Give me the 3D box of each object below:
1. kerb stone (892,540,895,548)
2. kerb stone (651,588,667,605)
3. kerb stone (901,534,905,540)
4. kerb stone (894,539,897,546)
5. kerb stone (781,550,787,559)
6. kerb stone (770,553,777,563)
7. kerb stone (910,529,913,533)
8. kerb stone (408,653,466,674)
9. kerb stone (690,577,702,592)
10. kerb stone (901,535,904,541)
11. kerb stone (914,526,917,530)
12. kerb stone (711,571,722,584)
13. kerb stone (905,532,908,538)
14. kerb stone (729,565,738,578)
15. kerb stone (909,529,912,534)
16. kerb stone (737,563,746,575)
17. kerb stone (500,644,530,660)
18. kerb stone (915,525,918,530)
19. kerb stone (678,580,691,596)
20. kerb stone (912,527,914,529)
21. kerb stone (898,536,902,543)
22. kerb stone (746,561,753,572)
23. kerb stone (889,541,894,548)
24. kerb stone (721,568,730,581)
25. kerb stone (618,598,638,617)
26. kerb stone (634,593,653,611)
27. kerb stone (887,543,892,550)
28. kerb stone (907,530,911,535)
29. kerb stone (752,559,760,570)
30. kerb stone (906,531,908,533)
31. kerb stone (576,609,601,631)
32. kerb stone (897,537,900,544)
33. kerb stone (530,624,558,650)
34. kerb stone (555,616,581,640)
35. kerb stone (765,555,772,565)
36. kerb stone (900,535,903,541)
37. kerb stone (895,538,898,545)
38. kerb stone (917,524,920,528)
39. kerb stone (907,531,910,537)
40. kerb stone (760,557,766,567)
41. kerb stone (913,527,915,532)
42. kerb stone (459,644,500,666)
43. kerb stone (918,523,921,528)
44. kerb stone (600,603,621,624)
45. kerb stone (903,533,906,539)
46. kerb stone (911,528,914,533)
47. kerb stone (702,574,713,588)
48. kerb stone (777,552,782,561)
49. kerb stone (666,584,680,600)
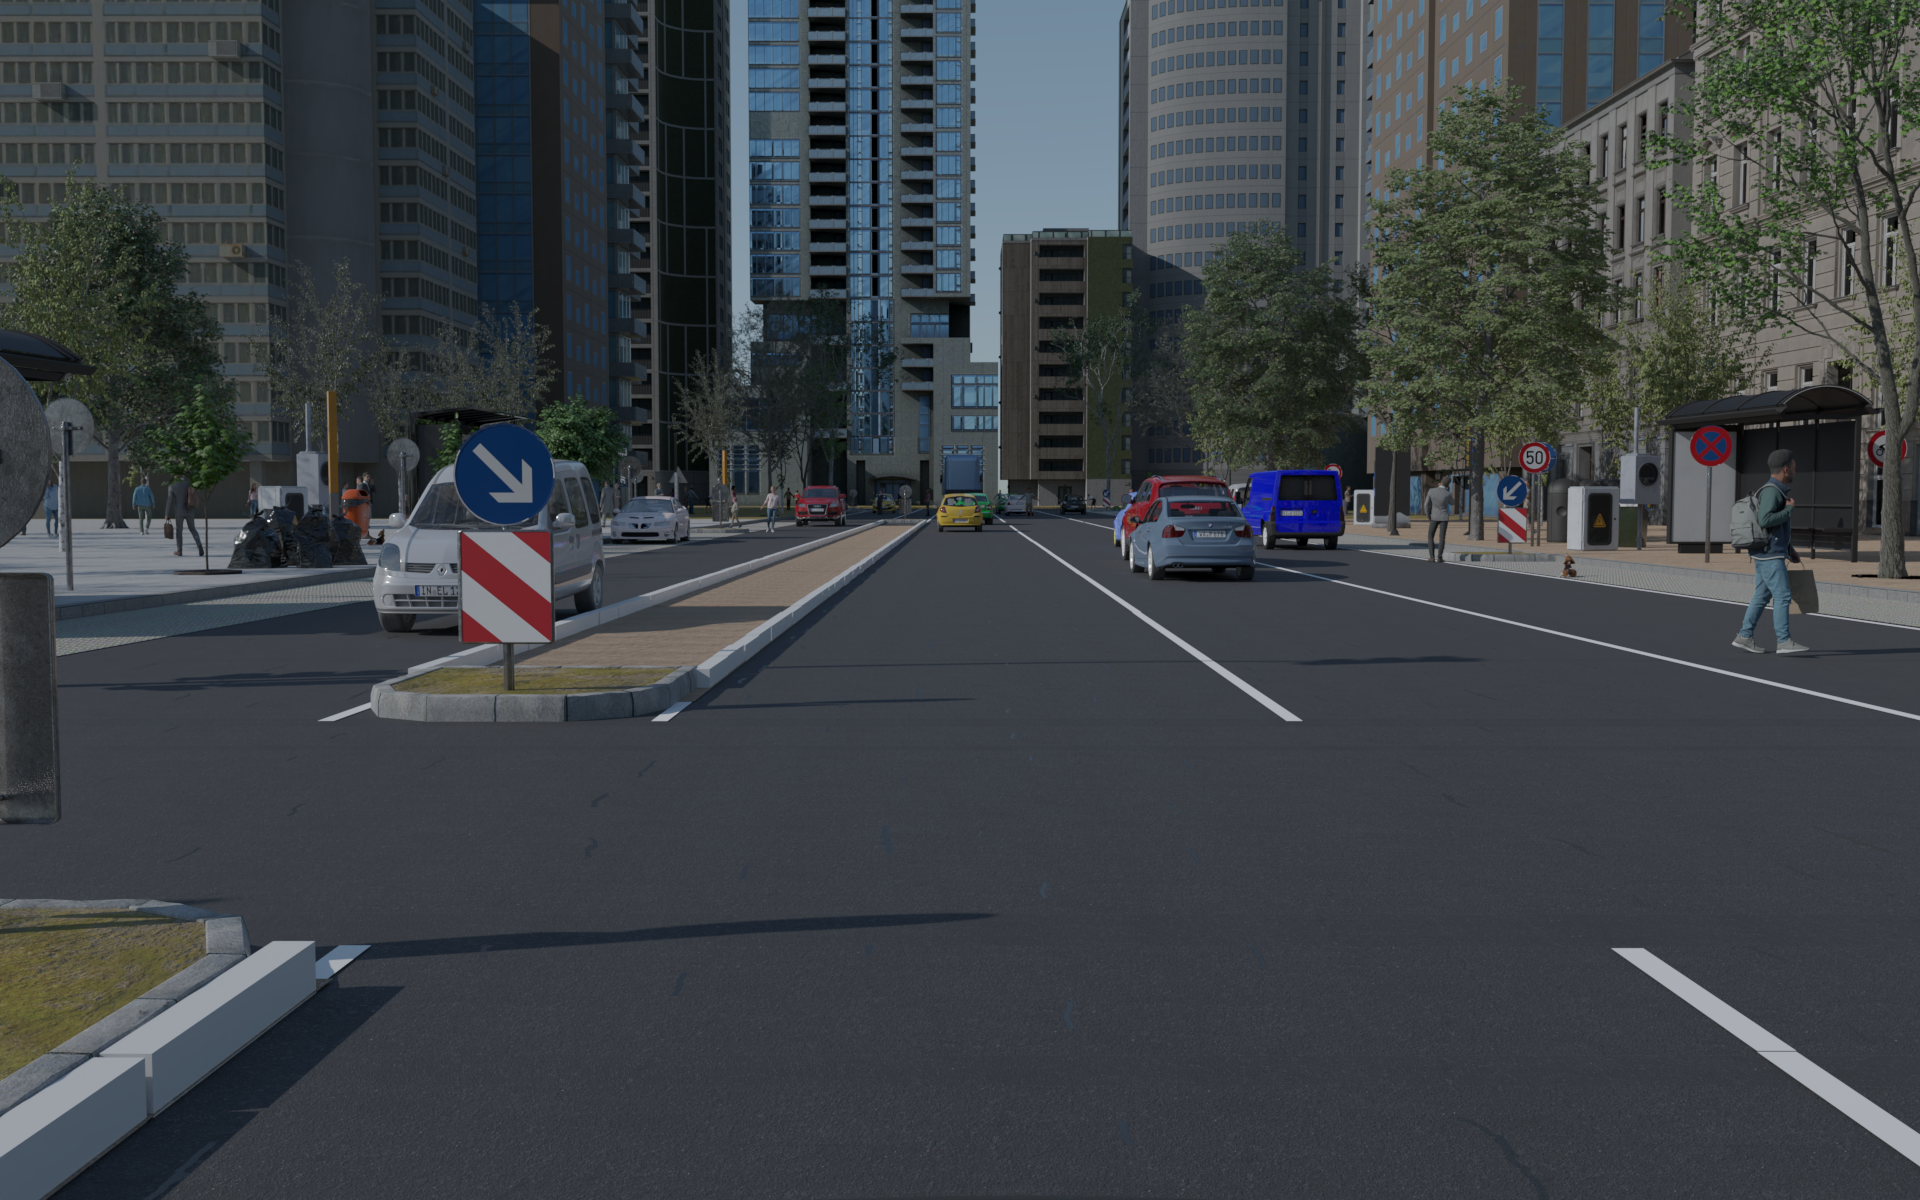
[{"bbox_3d":[-1.825,-1.397,45.034,0.120,0.150,1.000,0,4,0],"label":"kerb stone"},{"bbox_3d":[-3.974,-0.014,22.445,0.120,0.150,1.000,0,4,0],"label":"kerb stone"},{"bbox_3d":[-1.809,-1.835,52.202,0.120,0.150,1.000,0,4,0],"label":"kerb stone"},{"bbox_3d":[-1.817,-1.457,46.056,0.120,0.150,1.000,0,4,0],"label":"kerb stone"},{"bbox_3d":[-3.939,-0.955,37.816,0.120,0.150,1.000,0,4,0],"label":"kerb stone"},{"bbox_3d":[-3.941,-0.830,35.771,0.120,0.150,1.000,0,4,0],"label":"kerb stone"},{"bbox_3d":[-1.787,-2.275,59.396,0.120,0.150,1.000,0,4,0],"label":"kerb stone"},{"bbox_3d":[-3.994,0.549,13.227,0.120,0.150,1.000,0,4,0],"label":"kerb stone"},{"bbox_3d":[-3.973,-0.203,25.517,0.120,0.150,1.000,0,4,0],"label":"kerb stone"},{"bbox_3d":[-1.806,-1.773,51.180,0.120,0.150,1.000,0,4,0],"label":"kerb stone"},{"bbox_3d":[-1.780,-2.588,64.513,0.120,0.150,1.000,0,4,0],"label":"kerb stone"},{"bbox_3d":[-3.964,-0.326,27.562,0.120,0.150,1.000,0,4,0],"label":"kerb stone"},{"bbox_3d":[-1.798,-1.961,54.260,0.120,0.150,1.000,0,4,0],"label":"kerb stone"},{"bbox_3d":[-3.958,-0.454,29.618,0.120,0.150,1.000,0,4,0],"label":"kerb stone"},{"bbox_3d":[-1.784,-2.212,58.370,0.120,0.150,1.000,0,4,0],"label":"kerb stone"},{"bbox_3d":[-3.954,-0.517,30.644,0.120,0.150,1.000,0,4,0],"label":"kerb stone"},{"bbox_3d":[-3.997,0.424,15.272,0.120,0.150,1.000,0,4,0],"label":"kerb stone"},{"bbox_3d":[-1.774,-2.646,65.536,0.120,0.150,1.000,0,4,0],"label":"kerb stone"},{"bbox_3d":[-3.977,-0.141,24.495,0.120,0.150,1.000,0,4,0],"label":"kerb stone"},{"bbox_3d":[-1.790,-2.400,61.440,0.120,0.150,1.000,0,4,0],"label":"kerb stone"},{"bbox_3d":[-1.809,-1.647,49.127,0.120,0.150,1.000,0,4,0],"label":"kerb stone"},{"bbox_3d":[-3.958,-0.577,31.666,0.120,0.150,1.000,0,4,0],"label":"kerb stone"},{"bbox_3d":[-1.826,-1.334,44.012,0.120,0.150,1.000,0,4,0],"label":"kerb stone"},{"bbox_3d":[-3.962,-0.385,28.588,0.120,0.150,1.000,0,4,0],"label":"kerb stone"},{"bbox_3d":[-3.980,0.110,20.399,0.120,0.150,1.000,0,4,0],"label":"kerb stone"},{"bbox_3d":[-3.982,0.049,21.421,0.120,0.150,1.000,0,4,0],"label":"kerb stone"},{"bbox_3d":[-1.824,-1.272,42.989,0.120,0.150,1.000,0,4,0],"label":"kerb stone"},{"bbox_3d":[-1.796,-2.147,57.343,0.120,0.150,1.000,0,4,0],"label":"kerb stone"},{"bbox_3d":[-3.945,-0.640,32.696,0.120,0.150,1.000,0,4,0],"label":"kerb stone"},{"bbox_3d":[-1.801,-2.024,55.285,0.120,0.150,1.000,0,4,0],"label":"kerb stone"},{"bbox_3d":[-3.992,0.235,18.348,0.120,0.150,1.000,0,4,0],"label":"kerb stone"},{"bbox_3d":[-1.811,-1.585,48.105,0.120,0.150,1.000,0,4,0],"label":"kerb stone"},{"bbox_3d":[-3.985,0.362,16.295,0.120,0.150,1.000,0,4,0],"label":"kerb stone"},{"bbox_3d":[-3.985,0.298,17.325,0.120,0.150,1.000,0,4,0],"label":"kerb stone"},{"bbox_3d":[-3.942,-0.758,34.749,0.120,0.150,1.000,0,4,0],"label":"kerb stone"},{"bbox_3d":[-1.804,-1.710,50.150,0.120,0.150,1.000,0,4,0],"label":"kerb stone"},{"bbox_3d":[-1.823,-1.522,47.082,0.120,0.150,1.000,0,4,0],"label":"kerb stone"},{"bbox_3d":[-1.767,-2.839,68.614,0.120,0.150,1.000,0,4,0],"label":"kerb stone"},{"bbox_3d":[-1.795,-2.087,56.315,0.120,0.150,1.000,0,4,0],"label":"kerb stone"},{"bbox_3d":[-3.948,-0.705,33.727,0.120,0.150,1.000,0,4,0],"label":"kerb stone"},{"bbox_3d":[-1.788,-2.460,62.463,0.120,0.150,1.000,0,4,0],"label":"kerb stone"},{"bbox_3d":[-3.997,0.487,14.250,0.120,0.150,1.000,0,4,0],"label":"kerb stone"},{"bbox_3d":[-1.758,-2.896,69.637,0.120,0.150,1.000,0,4,0],"label":"kerb stone"},{"bbox_3d":[-3.982,0.174,19.376,0.120,0.150,1.000,0,4,0],"label":"kerb stone"},{"bbox_3d":[-1.801,-1.896,53.234,0.120,0.150,1.000,0,4,0],"label":"kerb stone"},{"bbox_3d":[-1.781,-2.338,60.418,0.120,0.150,1.000,0,4,0],"label":"kerb stone"},{"bbox_3d":[-3.961,-0.263,26.540,0.120,0.150,1.000,0,4,0],"label":"kerb stone"},{"bbox_3d":[-3.945,-0.889,36.794,0.120,0.150,1.000,0,4,0],"label":"kerb stone"},{"bbox_3d":[-3.974,-0.077,23.467,0.120,0.150,1.000,0,4,0],"label":"kerb stone"}]
